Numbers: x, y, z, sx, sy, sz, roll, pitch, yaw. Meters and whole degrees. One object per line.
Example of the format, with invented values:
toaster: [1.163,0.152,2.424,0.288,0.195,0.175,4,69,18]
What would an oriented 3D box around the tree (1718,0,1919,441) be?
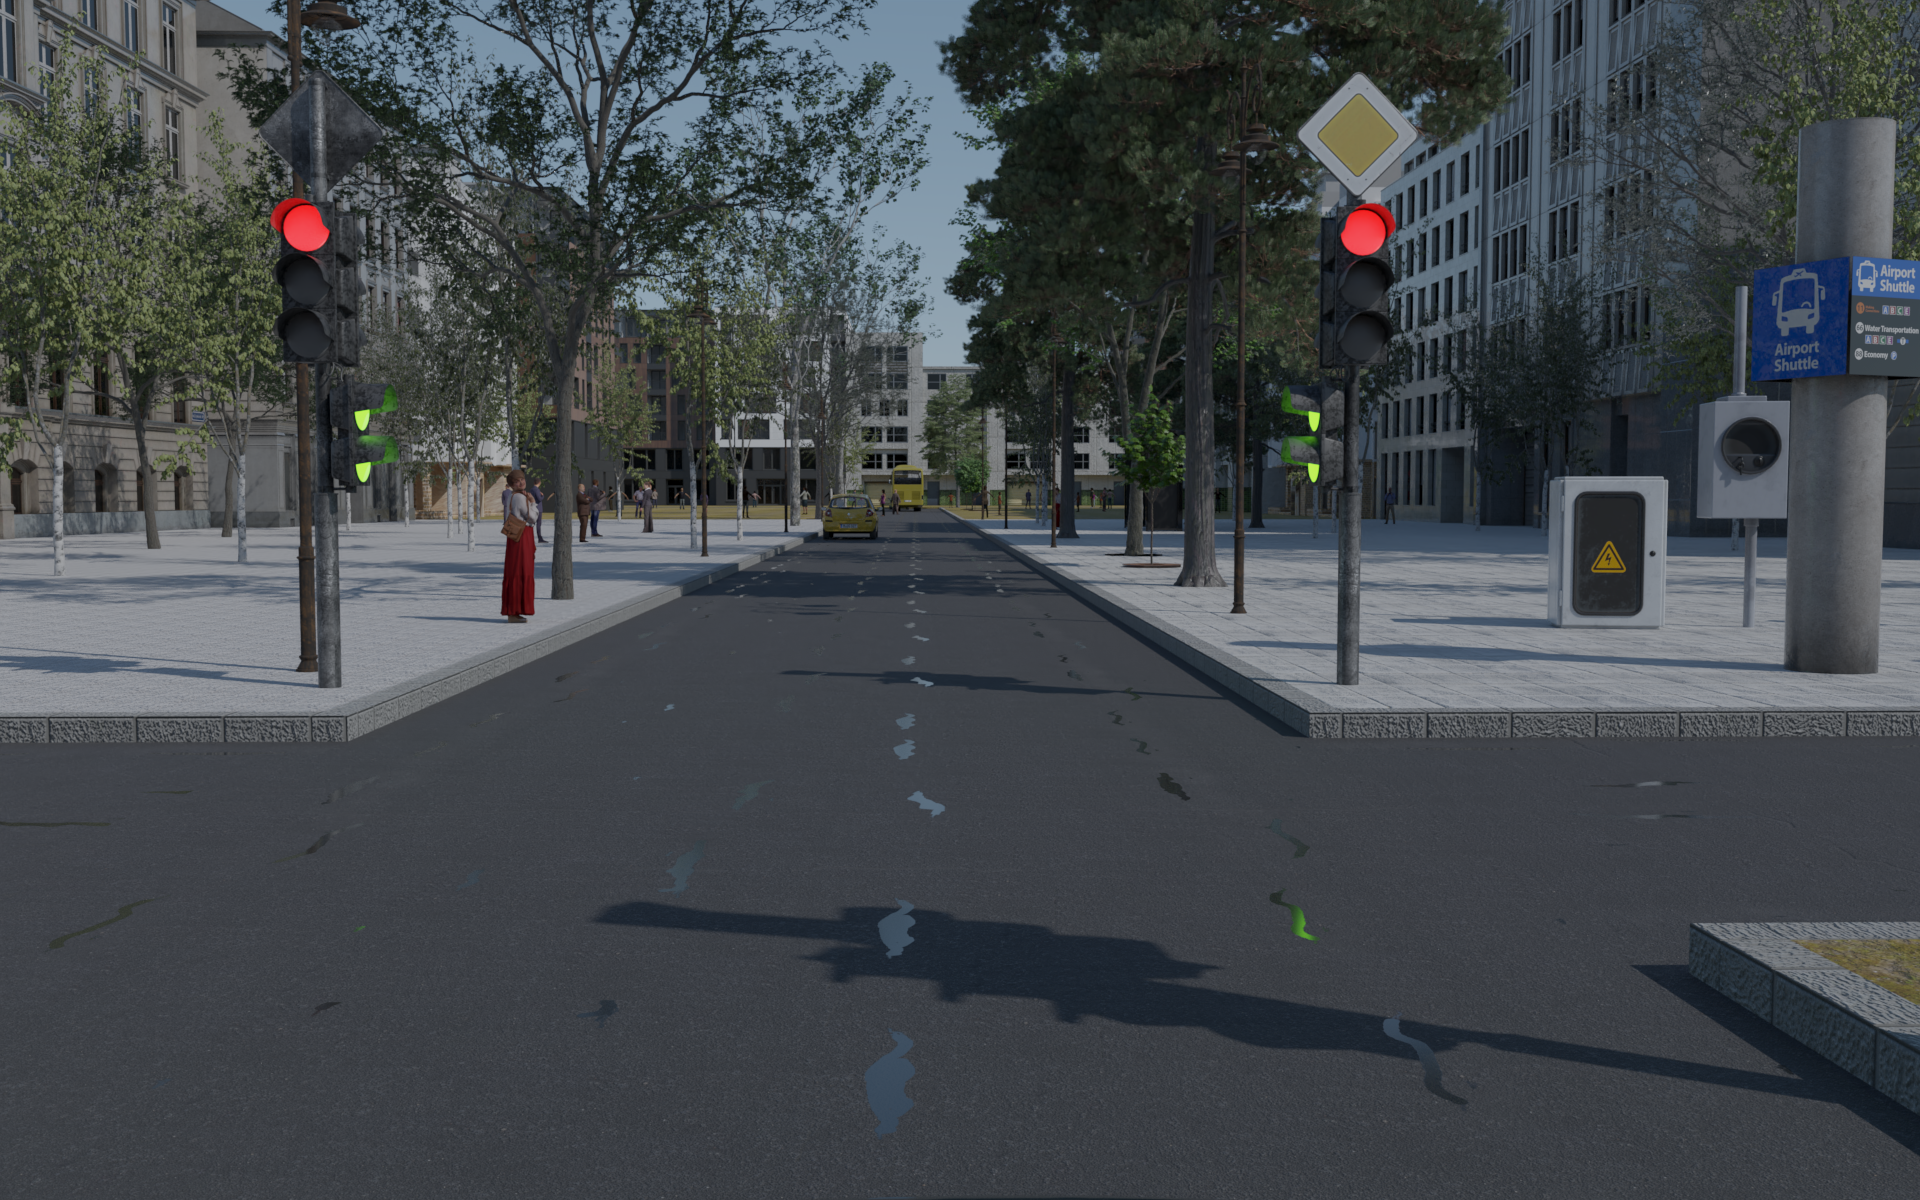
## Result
tree: [11.245,-4.315,20.919,4.737,8.622,4.395,0,3,0]

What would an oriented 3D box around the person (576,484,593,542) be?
person: [-9.980,-2.308,46.045,0.388,1.546,0.482,1,4,14]

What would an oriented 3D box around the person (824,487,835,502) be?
person: [-10.394,-8.159,139.080,1.348,1.869,0.705,3,5,41]

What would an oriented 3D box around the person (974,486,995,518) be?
person: [1.331,-5.305,93.496,1.217,1.735,0.721,-1,4,-16]

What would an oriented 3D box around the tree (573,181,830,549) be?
tree: [-6.011,-5.507,40.400,4.737,8.622,4.395,0,3,0]

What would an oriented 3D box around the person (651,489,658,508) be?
person: [-27.402,-9.099,155.337,0.617,1.759,0.750,-1,4,-18]

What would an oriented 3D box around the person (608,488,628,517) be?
person: [-19.328,-5.580,98.003,1.217,1.735,0.721,-2,4,-31]

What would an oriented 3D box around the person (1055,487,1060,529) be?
person: [3.582,-3.332,62.983,0.523,1.526,0.387,0,4,-3]

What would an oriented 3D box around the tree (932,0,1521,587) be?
tree: [3.546,-7.127,23.951,7.806,13.903,7.818,0,3,0]

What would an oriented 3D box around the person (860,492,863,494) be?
person: [-7.830,-7.937,139.039,0.599,1.433,0.991,0,4,-8]

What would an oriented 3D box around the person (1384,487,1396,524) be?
person: [18.367,-4.026,73.927,0.516,1.574,0.319,2,4,35]

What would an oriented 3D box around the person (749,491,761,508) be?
person: [-19.762,-9.627,166.612,1.217,1.736,0.721,-1,4,-10]

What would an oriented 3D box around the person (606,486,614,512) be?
person: [-25.729,-7.447,127.425,0.705,1.869,1.348,1,4,11]

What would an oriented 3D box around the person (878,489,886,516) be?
person: [-5.059,-6.304,112.254,0.721,1.739,1.217,-1,4,-19]

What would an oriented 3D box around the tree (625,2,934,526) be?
tree: [-8.129,-13.045,69.172,12.611,20.169,13.585,0,3,0]

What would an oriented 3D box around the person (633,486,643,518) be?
person: [-17.150,-5.255,92.907,0.756,1.711,0.436,-1,4,-18]

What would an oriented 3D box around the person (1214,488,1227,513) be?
person: [17.408,-6.729,116.879,1.217,1.723,0.721,0,4,-3]

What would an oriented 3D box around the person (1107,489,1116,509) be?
person: [12.936,-8.755,149.897,1.217,1.736,0.721,-1,4,-22]

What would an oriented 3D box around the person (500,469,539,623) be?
person: [-4.399,-0.536,17.282,0.387,1.526,0.523,-1,4,-23]

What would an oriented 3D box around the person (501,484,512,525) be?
person: [-18.664,-3.950,71.552,0.541,1.710,0.530,-1,4,-10]

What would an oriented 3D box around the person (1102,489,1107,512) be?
person: [10.578,-7.273,126.428,0.415,1.643,0.593,-2,4,-34]

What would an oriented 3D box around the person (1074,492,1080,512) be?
person: [8.437,-7.021,124.102,0.557,1.426,1.065,1,4,22]

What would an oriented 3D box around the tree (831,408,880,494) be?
tree: [-8.576,-11.141,132.512,4.737,8.622,4.395,0,3,0]

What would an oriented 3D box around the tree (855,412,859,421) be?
tree: [-7.660,-9.145,99.876,4.360,8.622,3.978,0,3,0]

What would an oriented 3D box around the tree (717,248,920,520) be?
tree: [-7.093,-10.795,86.867,12.009,13.543,11.850,0,3,0]

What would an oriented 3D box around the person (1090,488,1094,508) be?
person: [11.920,-9.251,156.929,0.705,1.869,1.348,0,4,5]

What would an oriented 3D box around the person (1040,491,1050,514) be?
person: [5.496,-6.468,112.472,0.721,1.739,1.217,-2,4,-28]

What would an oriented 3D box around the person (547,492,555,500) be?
person: [-23.135,-5.744,99.968,1.348,1.822,0.705,-1,4,-12]

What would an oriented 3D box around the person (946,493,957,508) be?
person: [-0.836,-9.207,159.840,1.065,1.426,0.557,1,4,8]

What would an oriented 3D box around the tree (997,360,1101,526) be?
tree: [3.585,-7.264,69.125,4.360,8.622,3.978,0,3,0]

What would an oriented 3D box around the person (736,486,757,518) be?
person: [-11.432,-5.244,92.613,1.217,1.723,0.721,1,4,20]

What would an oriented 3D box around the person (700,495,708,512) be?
person: [-13.988,-5.232,94.822,0.421,1.427,0.697,0,4,5]

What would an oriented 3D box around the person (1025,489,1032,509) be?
person: [5.869,-8.628,148.028,0.541,1.710,0.530,3,4,38]

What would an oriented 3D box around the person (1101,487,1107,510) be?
person: [11.731,-8.229,140.595,0.705,1.824,1.348,1,4,17]

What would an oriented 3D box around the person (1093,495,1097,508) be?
person: [12.673,-9.477,164.223,0.991,1.433,0.599,1,4,20]

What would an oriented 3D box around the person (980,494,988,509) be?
person: [2.165,-8.927,152.077,0.705,1.814,1.350,-2,4,-25]

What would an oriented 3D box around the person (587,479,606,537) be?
person: [-10.904,-2.761,52.009,0.431,1.722,0.655,-3,5,-43]

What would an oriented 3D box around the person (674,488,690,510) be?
person: [-23.106,-8.437,143.993,1.348,1.822,0.705,-2,4,-24]

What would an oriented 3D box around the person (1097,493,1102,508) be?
person: [12.949,-9.177,159.352,0.557,1.426,1.065,-2,4,-31]

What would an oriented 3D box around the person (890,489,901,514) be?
person: [-4.498,-6.881,121.553,0.990,1.755,0.434,3,5,44]

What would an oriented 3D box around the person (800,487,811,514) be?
person: [-9.810,-6.244,108.922,0.721,1.735,1.217,3,4,38]

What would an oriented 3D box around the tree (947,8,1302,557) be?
tree: [3.560,-6.703,35.348,9.928,11.665,9.643,0,3,0]

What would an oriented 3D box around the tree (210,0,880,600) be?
tree: [-4.907,-5.262,20.448,8.767,10.594,7.601,0,4,6]

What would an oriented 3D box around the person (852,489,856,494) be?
person: [-9.069,-8.696,149.141,0.530,1.710,0.541,-1,4,-20]

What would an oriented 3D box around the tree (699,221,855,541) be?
tree: [-5.922,-5.961,47.820,4.360,8.622,3.978,0,3,0]

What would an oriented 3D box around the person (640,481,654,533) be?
person: [-10.416,-3.101,57.543,0.445,1.727,0.742,-1,4,-13]

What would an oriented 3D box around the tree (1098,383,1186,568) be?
tree: [3.234,-2.186,30.339,1.663,3.219,1.824,0,3,0]

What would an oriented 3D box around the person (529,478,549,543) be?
person: [-11.106,-2.353,45.432,0.530,1.710,0.541,-2,4,-27]

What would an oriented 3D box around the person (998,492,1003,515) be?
person: [2.462,-5.954,106.648,0.557,1.426,1.065,-1,4,-9]
